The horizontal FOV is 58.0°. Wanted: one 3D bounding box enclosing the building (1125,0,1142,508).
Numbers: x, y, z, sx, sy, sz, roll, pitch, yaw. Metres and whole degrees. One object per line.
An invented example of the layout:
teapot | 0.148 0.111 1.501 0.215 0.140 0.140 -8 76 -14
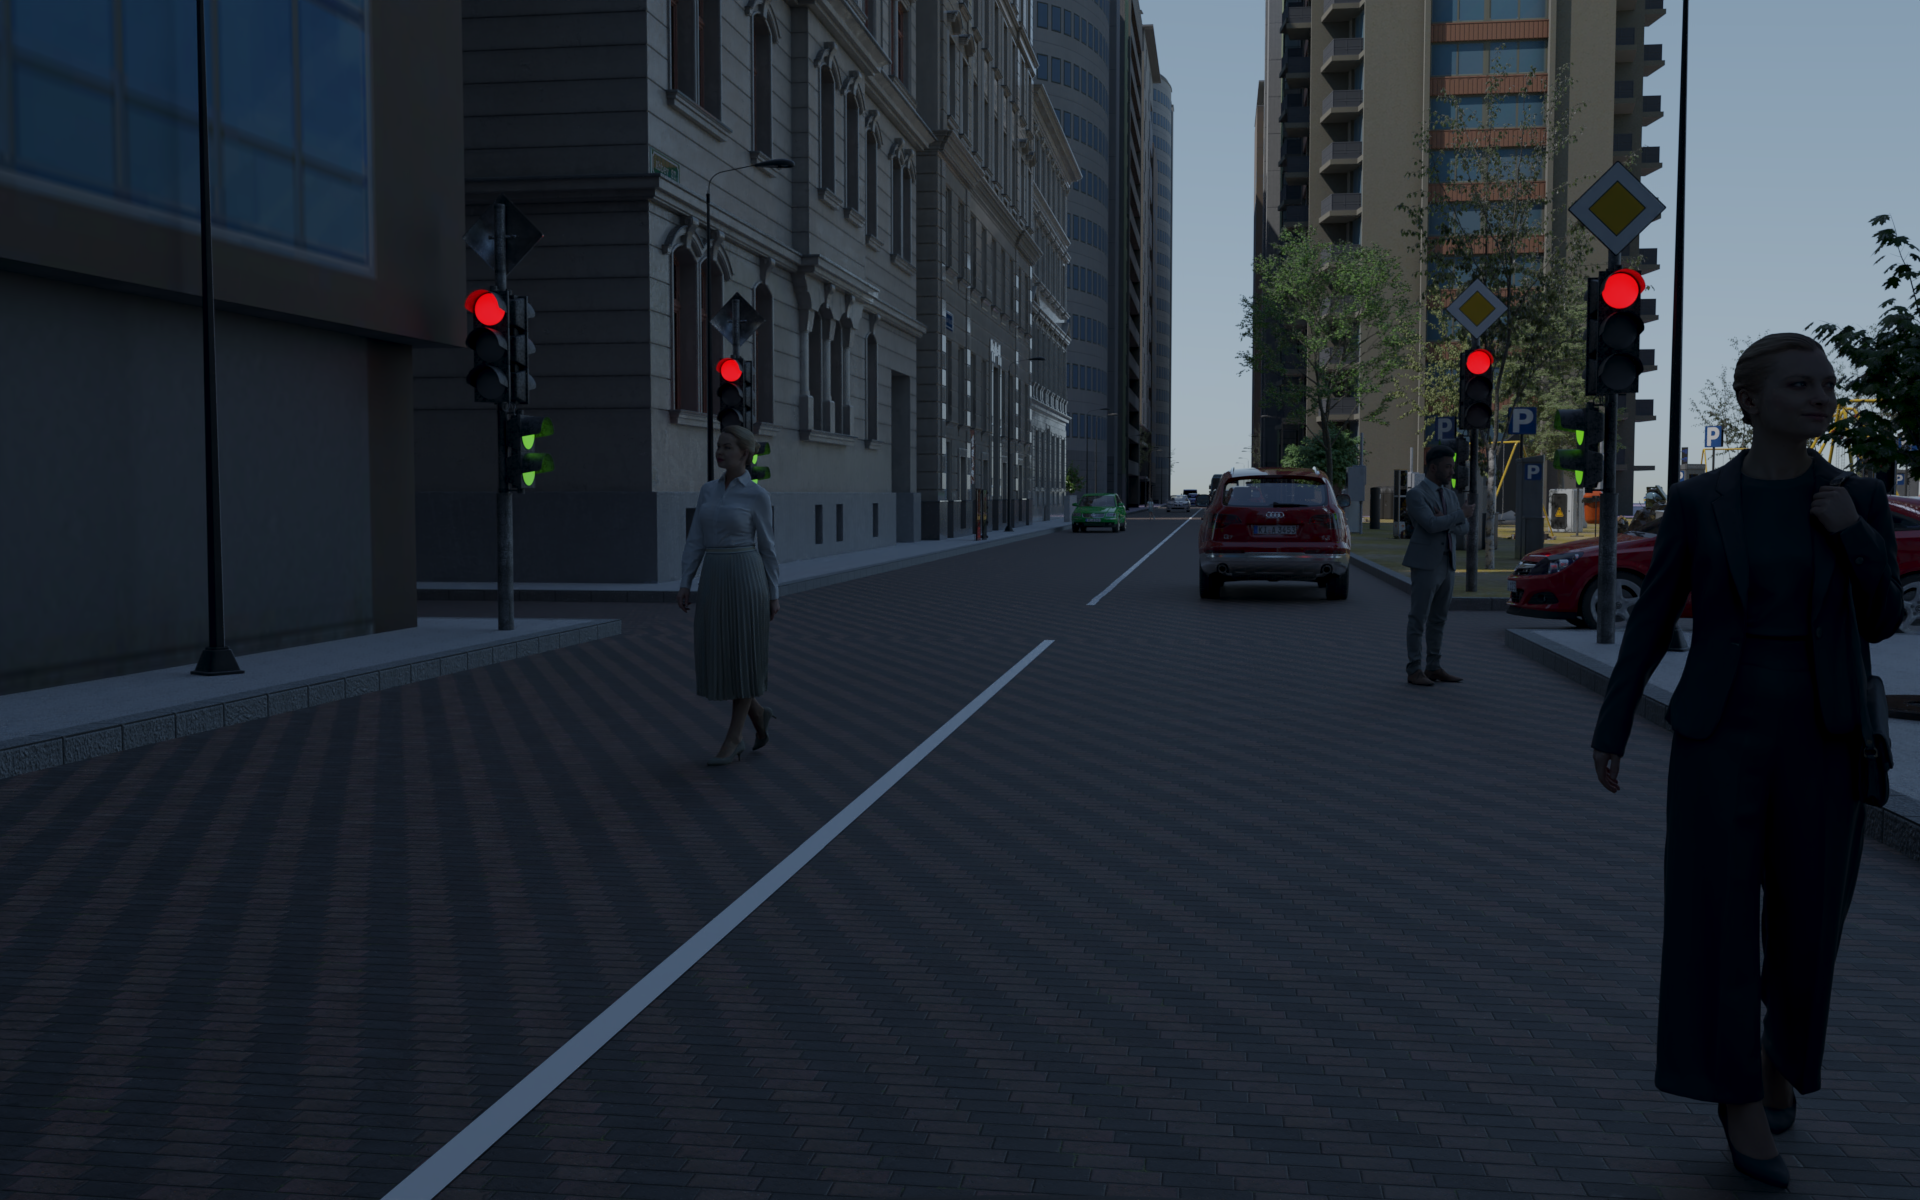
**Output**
building | 4.836 -32.386 153.218 21.300 48.544 21.600 1 4 8

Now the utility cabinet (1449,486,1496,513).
utility cabinet | 13.730 -2.307 46.398 1.173 1.500 0.318 2 4 28

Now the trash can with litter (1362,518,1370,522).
trash can with litter | 18.594 -4.198 79.701 1.678 1.210 2.233 2 4 30

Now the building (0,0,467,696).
building | -12.834 -22.004 9.869 14.200 45.320 14.600 1 4 8

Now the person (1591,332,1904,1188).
person | 1.720 0.315 3.770 0.576 1.772 0.534 0 4 -3

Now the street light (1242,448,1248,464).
street light | 30.780 -13.005 185.173 1.470 5.913 1.316 1 4 8

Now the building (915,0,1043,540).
building | -4.353 -16.061 59.856 12.463 27.353 25.104 1 4 8

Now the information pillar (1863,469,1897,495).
information pillar | 11.789 -1.085 22.227 0.304 2.012 0.304 0 4 4

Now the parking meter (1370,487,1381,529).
parking meter | 15.168 -3.356 63.289 0.372 1.533 0.369 0 3 0

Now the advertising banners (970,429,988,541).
advertising banners | 0.510 -3.144 47.594 0.090 3.025 2.074 1 4 14

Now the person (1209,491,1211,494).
person | 27.917 -11.323 193.708 0.705 1.814 1.350 2 4 33

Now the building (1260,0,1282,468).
building | 37.878 -37.524 155.520 21.231 58.520 28.212 1 4 8

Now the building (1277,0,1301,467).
building | 31.876 -27.575 134.454 14.154 41.232 14.086 1 4 8

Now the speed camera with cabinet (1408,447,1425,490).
speed camera with cabinet | 19.541 -4.801 72.830 0.660 3.252 2.038 -1 4 -21

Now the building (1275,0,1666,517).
building | 31.974 -27.966 111.868 22.147 44.769 28.867 1 4 8

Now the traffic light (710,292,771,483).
traffic light | -3.090 -2.153 24.127 0.839 4.253 0.868 1 4 8

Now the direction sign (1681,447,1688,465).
direction sign | 34.746 -5.607 83.673 0.379 3.537 0.876 -2 4 -32

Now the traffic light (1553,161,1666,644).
traffic light | 5.537 -1.582 14.788 0.839 4.253 0.868 1 4 8

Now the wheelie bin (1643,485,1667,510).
wheelie bin | 29.373 -3.996 73.235 0.980 1.594 0.693 2 4 32

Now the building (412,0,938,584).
building | -8.837 -15.195 35.820 14.401 28.519 23.554 1 4 8

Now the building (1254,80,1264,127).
building | 51.028 -38.235 214.385 28.713 52.752 27.495 1 4 8

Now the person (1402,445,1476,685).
person | 3.617 -0.266 13.036 0.466 1.800 0.511 3 5 40

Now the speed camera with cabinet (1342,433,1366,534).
speed camera with cabinet | 12.839 -3.805 56.545 0.660 3.252 2.038 0 4 7

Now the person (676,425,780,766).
person | -1.197 -0.039 9.362 0.478 1.798 0.641 2 4 33

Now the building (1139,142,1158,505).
building | 17.410 -34.648 216.602 14.600 45.320 14.200 1 4 8

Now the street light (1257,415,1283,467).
street light | 18.460 -7.934 102.258 1.470 5.913 1.316 1 4 8

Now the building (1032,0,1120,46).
building | -0.903 -34.928 113.074 21.231 58.520 28.212 1 4 8

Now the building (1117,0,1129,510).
building | 5.618 -27.601 134.872 14.154 41.232 14.086 1 4 8

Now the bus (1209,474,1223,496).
bus | 25.215 -10.423 165.272 2.948 3.499 13.247 1 4 8

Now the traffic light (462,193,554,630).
traffic light | -4.268 -1.670 16.229 0.839 4.253 0.868 1 4 8

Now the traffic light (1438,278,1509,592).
traffic light | 6.715 -2.065 22.686 0.839 4.253 0.868 1 4 8

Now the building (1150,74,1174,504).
building | 18.174 -42.540 237.529 21.231 58.520 28.212 1 4 8

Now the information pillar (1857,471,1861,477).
information pillar | 46.228 -5.966 88.896 0.504 3.616 0.183 1 4 18

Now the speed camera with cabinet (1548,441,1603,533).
speed camera with cabinet | 20.428 -3.839 57.108 0.660 3.252 2.038 -2 4 -32

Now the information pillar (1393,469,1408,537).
information pillar | 13.093 -2.874 51.478 0.304 2.012 0.304 -1 4 -18

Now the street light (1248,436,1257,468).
street light | 23.776 -10.084 137.411 1.470 5.913 1.316 1 4 8

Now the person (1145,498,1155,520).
person | 10.481 -5.013 95.484 0.505 1.210 0.382 -1 4 -9

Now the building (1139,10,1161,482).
building | 7.835 -37.136 196.405 28.713 52.752 27.495 1 4 8

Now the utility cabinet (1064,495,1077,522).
utility cabinet | 5.068 -4.192 79.699 0.306 1.237 1.020 1 4 23

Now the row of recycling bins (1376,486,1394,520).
row of recycling bins | 21.870 -4.941 87.900 1.069 1.692 3.534 -1 4 -14

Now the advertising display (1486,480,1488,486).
advertising display | 23.836 -4.409 77.305 0.974 1.923 0.123 -2 4 -33

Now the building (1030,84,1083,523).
building | -0.778 -15.086 82.809 11.583 22.565 21.152 1 4 8

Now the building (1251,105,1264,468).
building | 40.053 -33.315 194.809 14.600 45.320 14.200 1 4 8
